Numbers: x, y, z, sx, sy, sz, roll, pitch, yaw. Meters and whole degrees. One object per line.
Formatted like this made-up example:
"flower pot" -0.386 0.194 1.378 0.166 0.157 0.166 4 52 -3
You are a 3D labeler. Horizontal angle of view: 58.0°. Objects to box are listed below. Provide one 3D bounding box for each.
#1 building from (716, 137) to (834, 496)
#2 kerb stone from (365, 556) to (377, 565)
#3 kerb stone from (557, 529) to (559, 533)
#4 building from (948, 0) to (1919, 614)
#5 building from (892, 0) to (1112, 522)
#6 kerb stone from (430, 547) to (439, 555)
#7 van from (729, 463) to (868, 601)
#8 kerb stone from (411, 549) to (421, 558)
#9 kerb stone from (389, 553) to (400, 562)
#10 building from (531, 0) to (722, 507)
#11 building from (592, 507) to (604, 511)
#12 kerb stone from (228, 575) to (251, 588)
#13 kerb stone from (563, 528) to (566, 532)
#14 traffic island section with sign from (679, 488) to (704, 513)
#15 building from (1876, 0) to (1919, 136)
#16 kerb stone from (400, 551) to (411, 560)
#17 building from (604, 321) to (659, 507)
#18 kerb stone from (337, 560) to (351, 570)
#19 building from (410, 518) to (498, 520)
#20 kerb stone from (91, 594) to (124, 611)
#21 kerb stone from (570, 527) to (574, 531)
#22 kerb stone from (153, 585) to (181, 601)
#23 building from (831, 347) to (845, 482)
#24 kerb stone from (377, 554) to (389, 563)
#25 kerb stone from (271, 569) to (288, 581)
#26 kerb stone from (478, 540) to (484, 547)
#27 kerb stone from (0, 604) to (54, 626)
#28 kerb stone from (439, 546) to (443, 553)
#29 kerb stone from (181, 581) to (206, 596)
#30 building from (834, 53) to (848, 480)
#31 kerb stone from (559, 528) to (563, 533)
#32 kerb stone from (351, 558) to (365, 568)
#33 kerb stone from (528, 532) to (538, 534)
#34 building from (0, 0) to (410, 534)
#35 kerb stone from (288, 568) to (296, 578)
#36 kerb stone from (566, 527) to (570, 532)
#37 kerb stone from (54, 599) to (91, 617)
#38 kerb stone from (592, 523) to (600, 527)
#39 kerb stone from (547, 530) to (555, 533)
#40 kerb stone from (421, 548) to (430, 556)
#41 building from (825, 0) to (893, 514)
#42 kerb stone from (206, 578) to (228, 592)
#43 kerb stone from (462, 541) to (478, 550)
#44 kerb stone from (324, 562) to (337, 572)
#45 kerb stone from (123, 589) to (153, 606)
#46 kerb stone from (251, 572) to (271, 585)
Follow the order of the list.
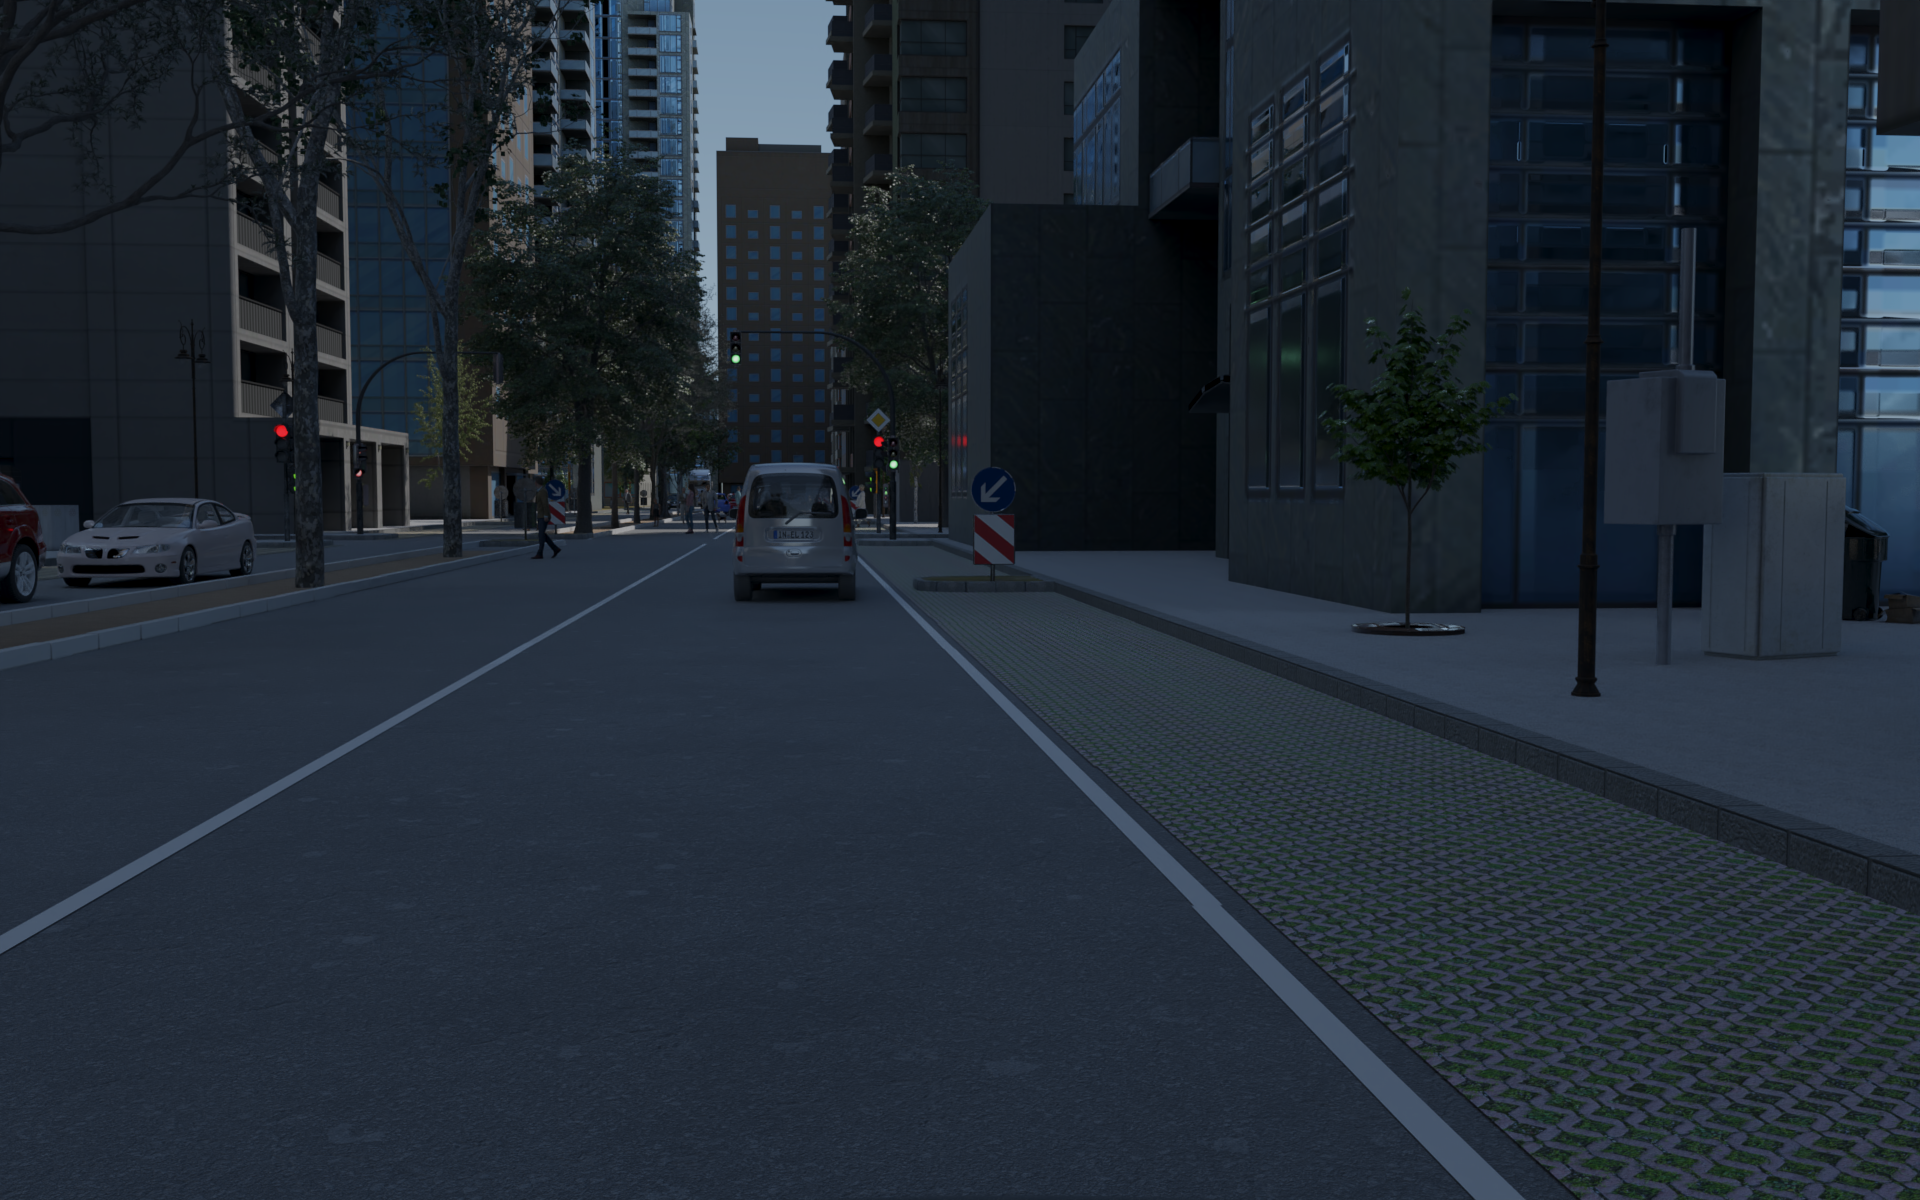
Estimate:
"building" -23.471 -34.915 220.974 14.200 45.320 14.600 0 4 -5
"kerb stone" -11.923 -0.766 34.712 0.120 0.150 1.000 0 4 -5
"kerb stone" -14.523 -2.421 61.771 0.120 0.150 1.000 0 4 -5
"building" 12.265 -44.009 32.225 22.319 86.520 31.000 0 4 -5
"building" 3.558 -19.219 85.939 14.160 30.474 14.107 0 4 -5
"kerb stone" -12.511 -1.141 40.856 0.120 0.150 1.000 0 4 -5
"van" -2.311 -1.078 24.633 2.013 2.044 4.112 0 4 -4
"kerb stone" -12.316 -1.015 38.817 0.120 0.150 1.000 0 4 -5
"kerb stone" -12.118 -0.889 36.770 0.120 0.150 1.000 0 4 -5
"building" -46.549 -55.586 221.496 31.000 86.520 22.319 0 4 -5
"building" -40.727 -50.736 142.209 22.319 86.520 31.000 0 4 -5
"kerb stone" -11.137 -0.265 26.554 0.120 0.150 1.000 0 4 -5
"kerb stone" -14.719 -2.543 63.809 0.120 0.150 1.000 0 4 -5
"traffic island section with sign" -20.047 -7.464 130.179 2.006 1.907 1.989 0 4 -5
"building" 10.708 -19.525 2.833 14.154 41.232 14.086 0 4 -5
"kerb stone" -12.218 -0.954 37.790 0.120 0.150 1.000 0 4 -5
"building" -48.881 -21.105 190.098 28.899 21.520 27.650 0 4 -5
"kerb stone" -11.729 -0.640 32.664 0.120 0.150 1.000 0 4 -5
"building" -30.902 -27.021 91.903 14.600 45.320 14.200 0 4 -5
"kerb stone" -10.645 0.050 21.449 0.120 0.150 1.000 0 4 -5
"kerb stone" -14.916 -2.666 65.848 0.120 0.150 1.000 0 4 -5
"kerb stone" -10.845 -0.079 23.486 0.120 0.150 1.000 0 4 -5
"building" -0.316 -21.373 194.493 27.650 21.520 28.899 0 4 -5
"kerb stone" -12.022 -0.828 35.736 0.120 0.150 1.000 0 4 -5
"kerb stone" -11.339 -0.391 28.591 0.120 0.150 1.000 0 4 -5
"kerb stone" -13.102 -1.512 46.980 0.120 0.150 1.000 0 4 -5
"kerb stone" -10.454 0.171 19.398 0.120 0.150 1.000 0 4 -5
"kerb stone" -12.612 -1.204 41.875 0.120 0.150 1.000 0 4 -5
"kerb stone" -10.938 -0.141 24.505 0.120 0.150 1.000 0 4 -5
"building" -4.677 -31.901 171.684 14.600 45.320 14.200 0 4 -5
"kerb stone" -14.617 -2.482 62.789 0.120 0.150 1.000 0 4 -5
"kerb stone" -11.819 -0.703 33.696 0.120 0.150 1.000 0 4 -5
"kerb stone" -14.033 -2.108 56.664 0.120 0.150 1.000 0 4 -5
"building" -32.010 -38.183 62.541 20.563 71.187 20.611 0 4 -5
"kerb stone" -11.433 -0.454 29.611 0.120 0.150 1.000 0 4 -5
"kerb stone" -14.819 -2.608 64.830 0.120 0.150 1.000 0 4 -5
"kerb stone" -10.550 0.108 20.424 0.120 0.150 1.000 0 4 -5
"kerb stone" -15.810 -3.232 75.042 0.120 0.150 1.000 0 4 -5
"kerb stone" -14.427 -2.356 60.751 0.120 0.150 1.000 0 4 -5
"kerb stone" -12.422 -1.079 39.838 0.120 0.150 1.000 0 4 -5
"building" 2.142 -28.312 117.527 22.147 44.769 28.867 0 4 -5
"kerb stone" -11.043 -0.203 25.522 0.120 0.150 1.000 0 4 -5
"kerb stone" -13.010 -1.454 45.962 0.120 0.150 1.000 0 4 -5
"kerb stone" -11.630 -0.578 31.647 0.120 0.150 1.000 0 4 -5
"kerb stone" -10.748 -0.017 22.467 0.120 0.150 1.000 0 4 -5
"kerb stone" -11.231 -0.329 27.572 0.120 0.150 1.000 0 4 -5
